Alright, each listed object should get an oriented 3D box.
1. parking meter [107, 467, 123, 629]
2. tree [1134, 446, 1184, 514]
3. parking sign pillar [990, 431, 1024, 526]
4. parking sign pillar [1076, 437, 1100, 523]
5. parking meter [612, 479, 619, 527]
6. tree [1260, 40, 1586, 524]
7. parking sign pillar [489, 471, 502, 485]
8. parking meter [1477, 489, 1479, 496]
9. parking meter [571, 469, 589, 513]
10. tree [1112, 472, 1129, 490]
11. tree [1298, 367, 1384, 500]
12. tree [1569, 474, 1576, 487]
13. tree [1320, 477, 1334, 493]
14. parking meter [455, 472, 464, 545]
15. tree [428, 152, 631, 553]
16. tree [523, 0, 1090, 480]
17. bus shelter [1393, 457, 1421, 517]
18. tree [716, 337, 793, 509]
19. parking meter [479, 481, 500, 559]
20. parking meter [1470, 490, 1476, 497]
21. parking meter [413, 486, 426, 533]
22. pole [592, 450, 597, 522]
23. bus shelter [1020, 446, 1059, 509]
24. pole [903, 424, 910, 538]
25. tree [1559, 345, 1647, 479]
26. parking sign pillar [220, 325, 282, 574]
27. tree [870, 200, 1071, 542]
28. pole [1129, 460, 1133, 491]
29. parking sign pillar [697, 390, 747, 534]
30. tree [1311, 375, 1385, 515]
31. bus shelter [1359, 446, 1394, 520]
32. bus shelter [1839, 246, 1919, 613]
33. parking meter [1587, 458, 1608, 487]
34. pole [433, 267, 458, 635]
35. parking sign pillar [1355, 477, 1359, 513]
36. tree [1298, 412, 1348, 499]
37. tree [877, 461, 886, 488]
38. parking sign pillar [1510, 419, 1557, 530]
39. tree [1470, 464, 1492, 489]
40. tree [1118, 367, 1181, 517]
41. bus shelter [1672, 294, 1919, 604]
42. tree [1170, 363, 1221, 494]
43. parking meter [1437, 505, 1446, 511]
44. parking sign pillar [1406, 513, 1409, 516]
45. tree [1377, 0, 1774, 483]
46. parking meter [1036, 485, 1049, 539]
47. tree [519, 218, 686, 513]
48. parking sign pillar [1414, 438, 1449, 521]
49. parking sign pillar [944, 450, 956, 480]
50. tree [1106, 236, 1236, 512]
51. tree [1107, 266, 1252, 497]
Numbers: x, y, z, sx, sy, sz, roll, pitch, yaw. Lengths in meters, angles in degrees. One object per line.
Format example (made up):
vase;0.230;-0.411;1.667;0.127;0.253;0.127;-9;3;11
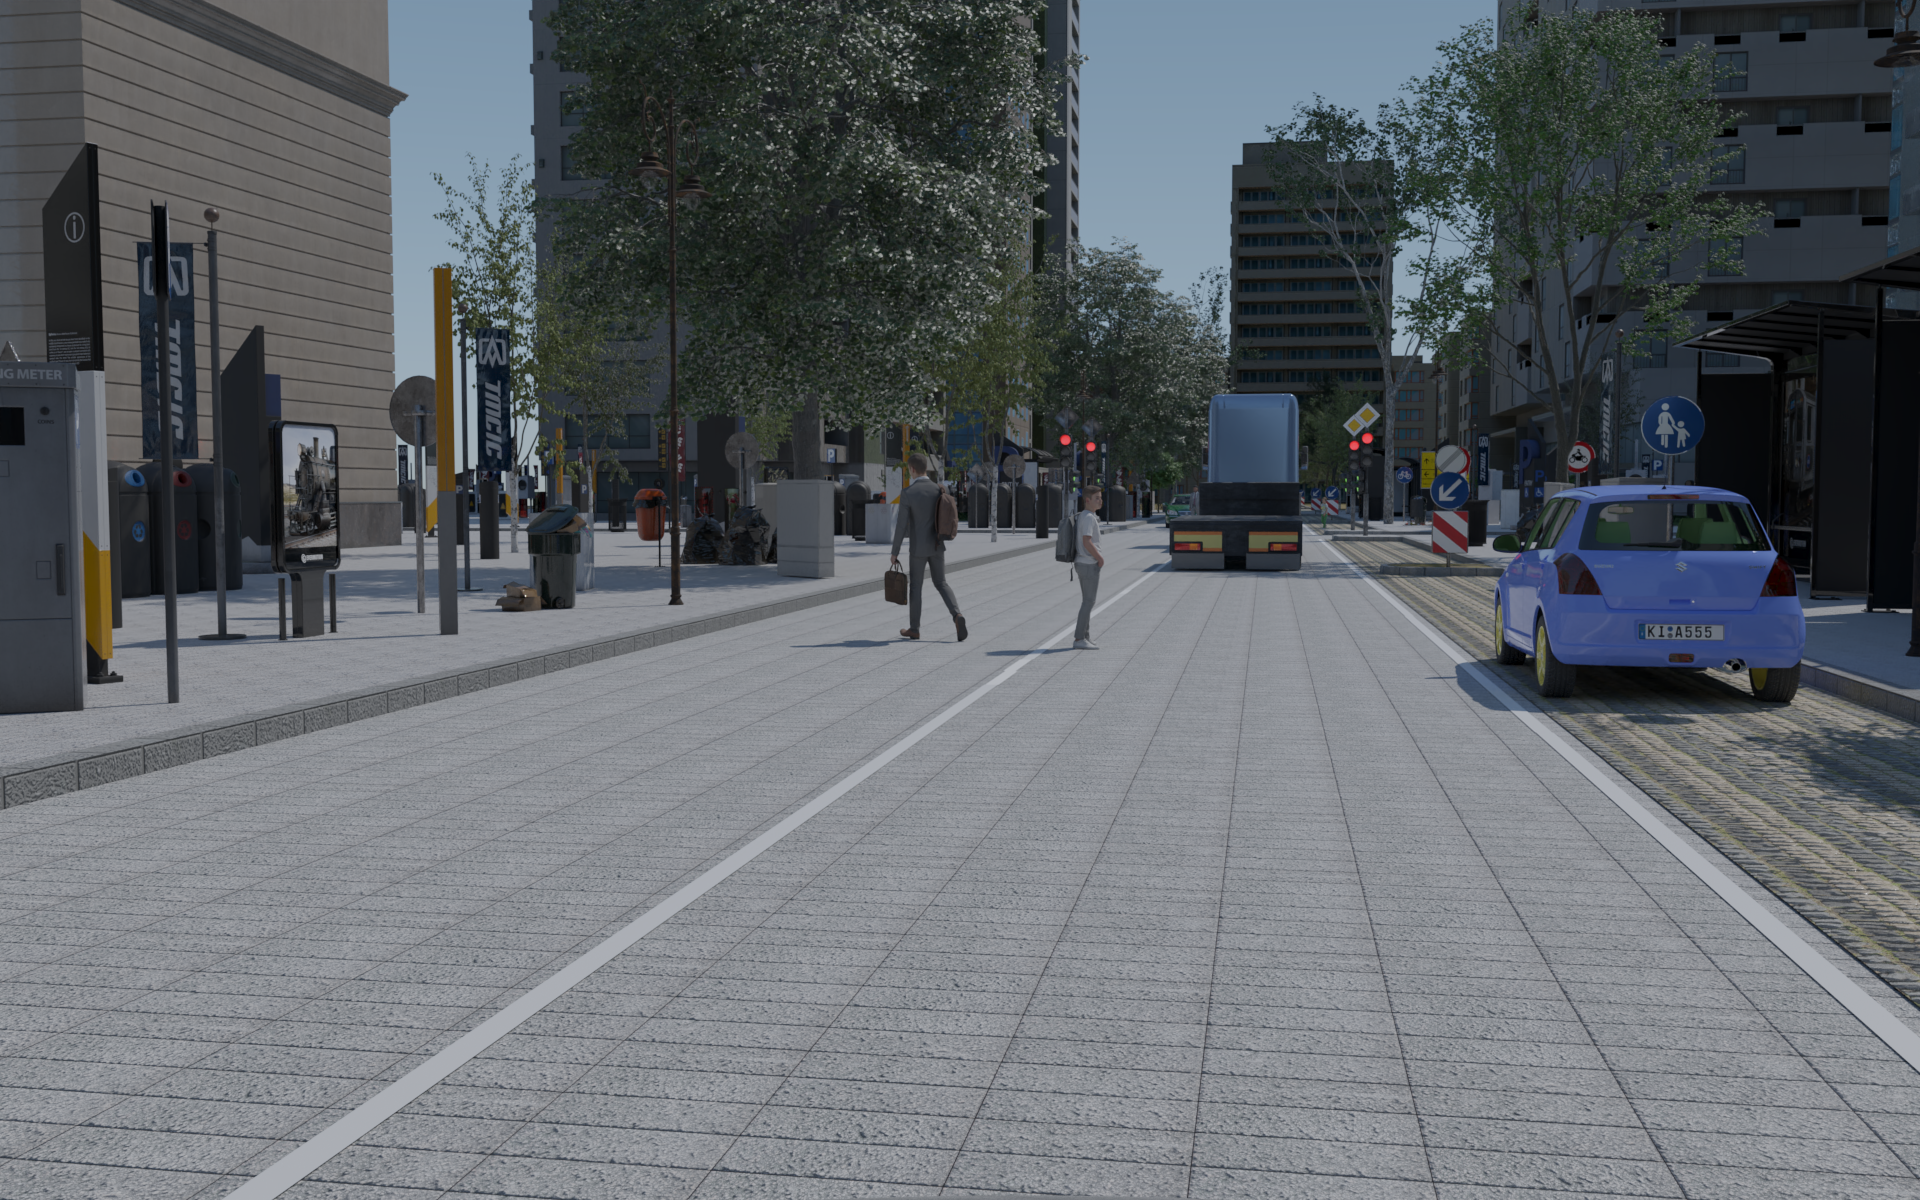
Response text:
parking meter;-8.210;-0.495;16.508;0.372;1.533;0.369;0;3;0
tree;12.990;-7.970;114.016;4.285;4.588;4.351;0;3;0
parking sign pillar;1.904;-4.983;69.947;1.447;3.967;1.447;1;4;12
parking sign pillar;5.549;-5.433;77.294;1.447;3.967;1.447;2;4;28
parking meter;-13.441;-3.783;67.558;0.255;1.863;0.399;-1;4;-14
tree;19.342;-13.239;72.339;12.611;20.169;13.585;0;3;0
parking sign pillar;-34.177;-8.466;126.893;1.447;3.967;1.447;2;4;34
parking meter;33.371;-6.435;110.930;0.399;1.863;0.255;-1;4;-11
parking meter;-9.002;-2.163;41.075;0.255;1.863;0.399;2;4;25
tree;12.302;-8.565;134.645;1.663;3.219;1.824;0;3;0
tree;27.356;-11.746;126.456;8.767;10.594;7.601;-2;4;-30
tree;31.087;-5.826;89.859;1.663;3.219;1.824;0;3;0
tree;37.318;-11.082;175.791;1.663;3.219;1.824;0;3;0
parking meter;-12.603;-2.321;43.663;0.399;1.863;0.255;0;4;-4
tree;-9.596;-5.336;37.610;4.737;8.622;4.395;0;3;0
tree;-2.503;-7.451;28.476;9.857;13.997;8.962;0;3;0
bus shelter;24.464;-6.250;96.119;2.014;3.302;5.546;1;4;10
tree;-8.856;-7.676;75.861;4.737;8.622;4.395;0;3;0
parking meter;-9.275;-1.573;34.122;0.372;1.533;0.369;0;3;0
parking meter;35.454;-6.812;119.784;0.372;1.533;0.369;0;3;0
parking meter;-17.631;-2.943;56.528;0.372;1.533;0.369;0;3;0
pole;-16.814;-5.248;79.655;0.158;3.312;0.155;0;3;0
bus shelter;2.981;-4.995;75.586;2.014;3.302;5.546;1;4;10
pole;-1.570;-3.472;50.603;0.158;3.312;0.155;0;3;0
tree;31.585;-8.220;84.757;4.360;8.622;3.978;0;3;0
parking sign pillar;-11.593;-2.432;28.239;1.447;3.967;1.447;3;4;38
tree;-0.322;-5.364;38.068;4.737;8.622;4.395;0;3;0
pole;9.924;-6.524;100.517;0.158;3.312;0.155;0;3;0
parking sign pillar;-5.970;-3.360;43.406;1.447;3.967;1.447;2;4;35
tree;23.632;-9.485;105.446;4.737;8.622;4.395;0;3;0
bus shelter;20.884;-5.884;87.483;1.731;3.624;6.357;1;4;10
bus shelter;9.798;-1.490;15.642;1.731;3.624;6.357;1;4;10
parking meter;10.393;-1.380;28.268;0.255;1.863;0.399;1;4;9
pole;-4.678;-1.340;15.749;0.158;3.312;0.155;0;3;0
parking sign pillar;27.640;-8.061;120.266;1.447;3.967;1.447;1;4;22
tree;43.758;-17.880;210.468;7.486;12.596;7.792;0;3;0
tree;-3.299;-5.774;89.006;1.663;3.219;1.824;0;3;0
parking sign pillar;20.338;-4.469;61.537;1.447;3.967;1.447;0;4;-4
tree;29.802;-6.320;97.929;1.663;3.219;1.824;0;3;0
tree;10.344;-9.018;97.806;4.360;8.622;3.978;0;3;0
bus shelter;11.390;-1.993;23.876;1.731;3.624;6.357;1;4;10
tree;20.727;-15.108;157.383;12.009;13.543;11.850;0;3;0
parking meter;18.439;-3.542;66.327;0.372;1.533;0.369;0;3;0
parking sign pillar;26.532;-6.825;100.055;1.447;3.967;1.447;2;4;30
tree;12.566;-6.725;35.715;9.928;11.665;9.643;0;3;0
parking meter;2.374;-2.542;49.973;0.372;1.533;0.369;0;3;0
tree;-9.849;-5.908;46.954;4.360;8.622;3.978;0;3;0
parking sign pillar;22.962;-5.809;83.445;1.447;3.967;1.447;3;5;40
parking sign pillar;-0.574;-6.874;100.855;1.447;3.967;1.447;1;4;12
tree;7.454;-10.941;85.543;9.857;13.997;8.962;0;3;0
tree;19.191;-17.569;143.135;12.611;20.169;13.585;0;3;0
